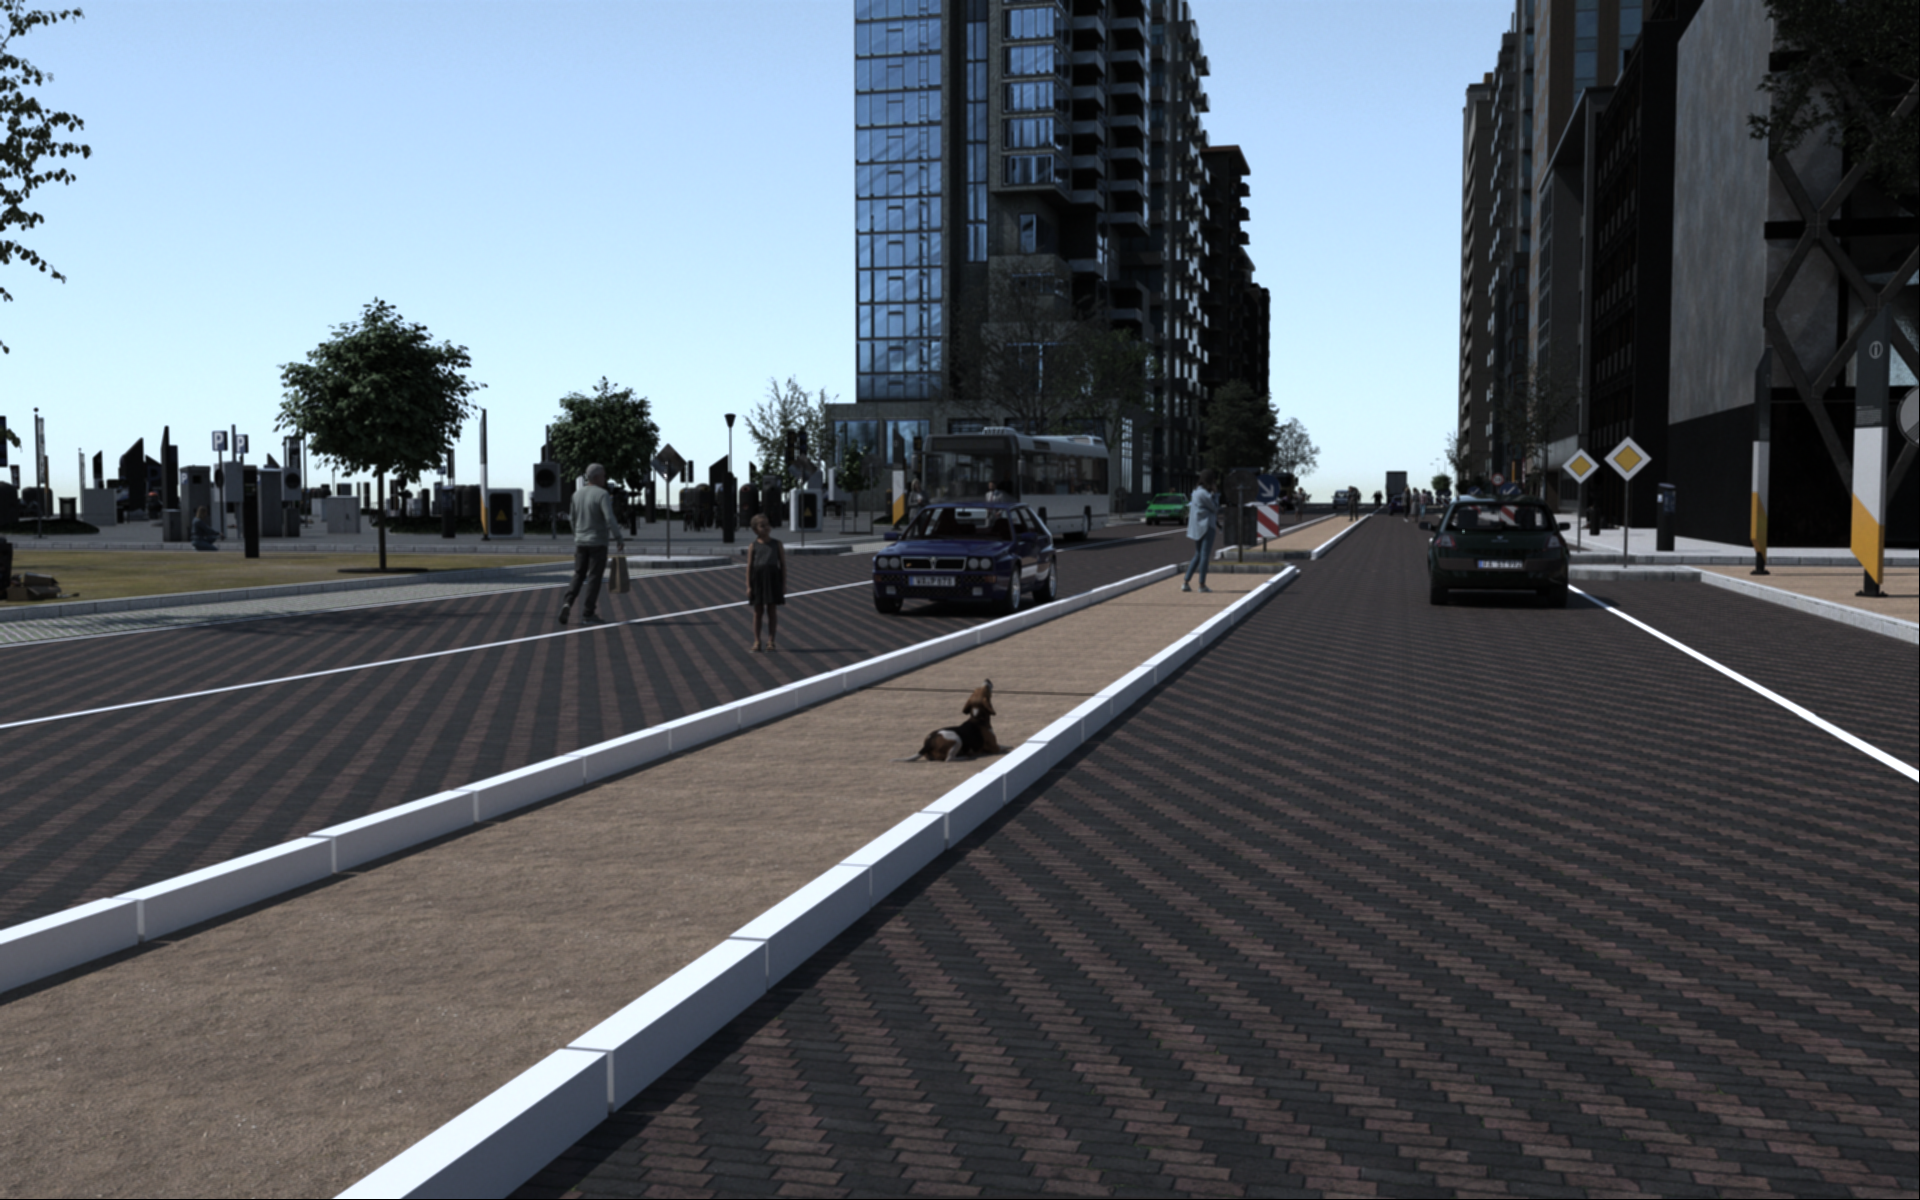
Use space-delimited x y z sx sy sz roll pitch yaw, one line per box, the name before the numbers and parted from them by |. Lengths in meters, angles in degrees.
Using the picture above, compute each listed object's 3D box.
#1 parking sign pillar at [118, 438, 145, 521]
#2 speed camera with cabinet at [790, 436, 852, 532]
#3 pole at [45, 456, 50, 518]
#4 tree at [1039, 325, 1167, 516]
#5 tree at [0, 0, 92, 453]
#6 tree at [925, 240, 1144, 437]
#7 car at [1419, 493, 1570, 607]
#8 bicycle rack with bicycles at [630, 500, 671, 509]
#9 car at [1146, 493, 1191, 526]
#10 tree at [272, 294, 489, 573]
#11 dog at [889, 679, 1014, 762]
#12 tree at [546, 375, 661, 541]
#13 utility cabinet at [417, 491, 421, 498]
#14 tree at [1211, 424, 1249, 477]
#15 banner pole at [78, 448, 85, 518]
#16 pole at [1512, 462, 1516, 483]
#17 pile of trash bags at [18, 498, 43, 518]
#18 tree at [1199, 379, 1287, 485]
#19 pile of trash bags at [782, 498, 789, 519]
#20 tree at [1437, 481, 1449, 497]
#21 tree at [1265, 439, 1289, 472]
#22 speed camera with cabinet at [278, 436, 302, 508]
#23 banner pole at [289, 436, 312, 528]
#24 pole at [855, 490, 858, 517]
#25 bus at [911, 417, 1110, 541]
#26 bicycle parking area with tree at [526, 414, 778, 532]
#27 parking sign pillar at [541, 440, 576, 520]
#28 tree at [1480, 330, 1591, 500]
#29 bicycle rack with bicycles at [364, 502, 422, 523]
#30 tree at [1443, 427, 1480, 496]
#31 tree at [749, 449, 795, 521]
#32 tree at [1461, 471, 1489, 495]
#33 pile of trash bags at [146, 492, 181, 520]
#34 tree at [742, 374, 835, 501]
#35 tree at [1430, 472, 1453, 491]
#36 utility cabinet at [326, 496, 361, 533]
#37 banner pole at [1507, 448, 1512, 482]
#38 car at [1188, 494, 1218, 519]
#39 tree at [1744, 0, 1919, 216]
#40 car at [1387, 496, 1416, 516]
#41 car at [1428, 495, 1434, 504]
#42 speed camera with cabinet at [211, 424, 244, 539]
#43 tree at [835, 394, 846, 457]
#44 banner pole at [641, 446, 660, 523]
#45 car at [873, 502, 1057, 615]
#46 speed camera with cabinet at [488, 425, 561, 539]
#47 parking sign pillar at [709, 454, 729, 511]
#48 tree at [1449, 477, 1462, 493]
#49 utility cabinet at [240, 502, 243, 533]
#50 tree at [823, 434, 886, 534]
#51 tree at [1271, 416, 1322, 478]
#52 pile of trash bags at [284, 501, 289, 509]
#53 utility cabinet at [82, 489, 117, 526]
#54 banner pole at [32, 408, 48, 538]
parking sign pillar | -39.293 -5.729 82.147 1.447 3.967 1.447 1 4 11
speed camera with cabinet | -4.720 -3.943 58.808 2.038 3.252 0.660 -1 4 -22
pole | -48.387 -5.990 91.774 0.158 3.312 0.155 0 3 0
tree | 8.578 -10.866 103.419 9.928 11.665 9.643 0 3 0
tree | -11.642 -4.211 19.207 4.737 8.622 4.395 0 3 0
tree | 3.584 -10.588 83.485 12.009 13.543 11.850 0 3 0
car | 7.269 -0.841 23.534 2.009 1.686 4.222 1 4 15
bicycle rack with bicycles | -19.362 -5.728 107.039 2.852 0.926 2.925 3 5 44
car | 9.714 -4.372 80.283 1.959 1.807 4.718 1 4 14
tree | -9.499 -2.748 28.642 4.285 4.588 4.351 0 3 0
dog | -0.052 0.657 9.457 0.748 0.427 0.550 0 4 -6
tree | -9.809 -3.935 48.052 4.285 4.588 4.351 0 3 0
utility cabinet | -38.614 -7.080 124.433 0.318 1.500 1.173 -3 5 -41
tree | 28.208 -14.042 179.941 4.360 8.622 3.978 0 3 0
banner pole | -47.672 -6.365 94.077 0.863 3.779 0.401 3 5 44
pole | 34.715 -7.018 108.579 0.158 3.312 0.155 0 3 0
pile of trash bags | -51.576 -5.123 93.520 1.912 1.369 3.447 2 4 30
tree | 30.622 -17.231 188.384 9.857 13.997 8.962 0 3 0
pile of trash bags | -8.678 -4.789 88.055 1.912 1.369 3.447 1 4 22
tree | 68.205 -15.329 245.230 1.663 3.219 1.824 0 3 0
tree | 40.215 -16.715 223.653 4.737 8.622 4.395 0 3 0
speed camera with cabinet | -23.378 -3.934 58.649 0.660 3.252 2.038 3 5 41
banner pole | -25.124 -4.639 65.870 0.863 3.779 0.401 0 4 5
pole | -5.772 -6.263 96.239 0.158 3.312 0.155 0 3 0
bus | 1.773 -3.361 49.813 2.948 3.499 13.247 1 4 16
bicycle parking area with tree | -10.842 -4.595 62.126 8.231 4.147 9.016 1 4 19
parking sign pillar | -15.631 -4.833 67.498 1.447 3.967 1.447 1 4 17
tree | 25.805 -7.765 77.326 4.360 8.622 3.978 0 3 0
bicycle rack with bicycles | -25.068 -3.855 76.413 2.852 0.926 2.925 0 4 -1
tree | 55.143 -14.684 190.438 4.360 8.622 3.978 0 3 0
tree | -8.315 -4.890 74.548 1.663 3.219 1.824 0 3 0
tree | 40.467 -8.591 135.066 1.663 3.219 1.824 0 3 0
pile of trash bags | -40.163 -4.755 87.494 3.447 1.369 1.912 3 5 42
tree | -10.846 -9.489 105.514 4.737 8.622 4.395 0 3 0
tree | 71.149 -16.634 255.677 4.285 4.588 4.351 0 3 0
utility cabinet | -20.139 -2.777 56.571 1.020 1.237 0.306 0 4 6
banner pole | 29.875 -6.378 94.291 0.401 3.779 0.863 2 4 33
car | 13.861 -5.506 99.618 1.945 1.707 3.694 1 4 13
tree | 10.439 -4.882 14.235 7.601 10.594 8.767 -3 5 -43
car | 29.656 -6.336 116.179 1.945 1.354 3.894 1 4 12
car | 62.698 -13.635 232.518 1.945 1.707 3.694 1 4 13
speed camera with cabinet | -21.263 -3.379 49.575 2.038 3.252 0.660 3 5 41
tree | -9.851 -10.259 118.098 4.737 8.622 4.395 0 3 0
banner pole | -13.967 -5.375 77.893 0.863 3.779 0.401 -1 4 -14
car | 0.116 -0.570 21.901 1.945 1.354 3.894 1 4 13
speed camera with cabinet | -12.467 -3.367 49.386 2.038 3.252 0.660 0 4 -3
parking sign pillar | -16.265 -7.865 117.061 1.447 3.967 1.447 0 4 4
tree | 51.845 -11.248 178.503 1.663 3.219 1.824 0 3 0
utility cabinet | -22.951 -2.922 56.452 1.173 1.500 0.318 0 4 2
tree | -3.456 -3.726 55.525 1.663 3.219 1.824 0 3 0
tree | 51.327 -21.986 269.834 12.009 13.543 11.850 0 3 0
pile of trash bags | -36.731 -5.110 93.308 3.447 1.369 1.912 2 4 31
utility cabinet | -34.302 -3.693 69.057 1.173 1.500 0.318 -1 4 -13
banner pole | -26.547 -3.670 50.018 0.863 3.779 0.401 3 5 45
